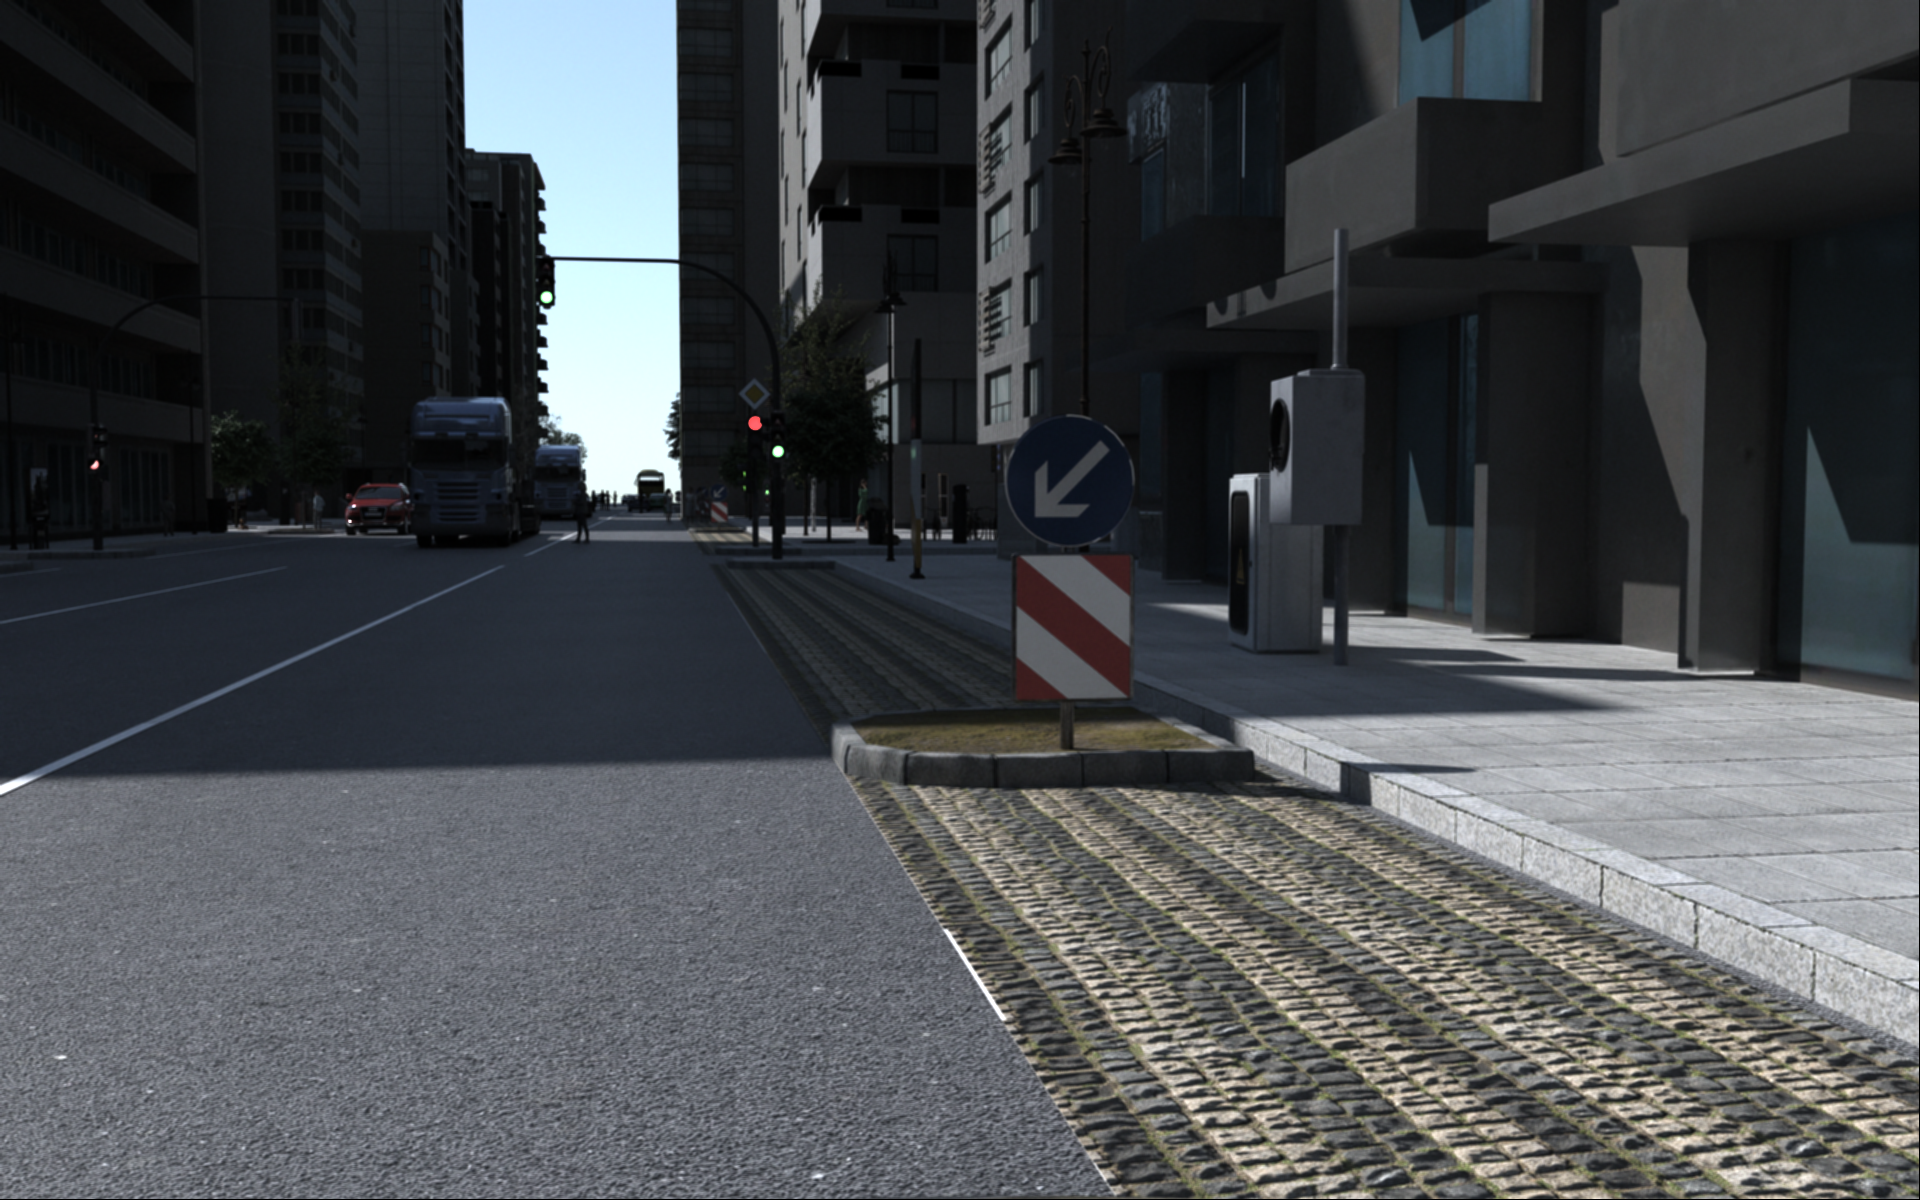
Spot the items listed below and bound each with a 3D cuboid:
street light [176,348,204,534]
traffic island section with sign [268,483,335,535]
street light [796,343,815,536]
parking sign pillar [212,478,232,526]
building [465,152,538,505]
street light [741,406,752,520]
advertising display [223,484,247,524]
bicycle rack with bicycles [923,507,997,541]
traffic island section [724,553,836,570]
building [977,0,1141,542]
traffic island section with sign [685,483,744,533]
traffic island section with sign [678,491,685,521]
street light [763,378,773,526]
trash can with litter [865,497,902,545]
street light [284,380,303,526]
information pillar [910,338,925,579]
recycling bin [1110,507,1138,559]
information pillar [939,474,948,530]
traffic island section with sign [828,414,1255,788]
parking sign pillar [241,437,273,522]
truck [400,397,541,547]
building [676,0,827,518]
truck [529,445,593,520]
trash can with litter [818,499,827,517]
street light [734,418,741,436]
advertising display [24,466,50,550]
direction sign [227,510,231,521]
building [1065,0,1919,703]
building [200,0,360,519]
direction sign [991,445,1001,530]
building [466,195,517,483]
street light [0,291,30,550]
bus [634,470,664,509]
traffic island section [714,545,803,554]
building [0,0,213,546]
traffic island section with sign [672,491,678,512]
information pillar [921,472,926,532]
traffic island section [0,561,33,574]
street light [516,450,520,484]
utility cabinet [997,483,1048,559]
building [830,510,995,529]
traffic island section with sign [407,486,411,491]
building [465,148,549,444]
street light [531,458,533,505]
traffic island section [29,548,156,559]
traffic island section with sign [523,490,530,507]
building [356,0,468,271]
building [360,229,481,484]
[{"bbox_3d":[-24.359,-5.025,54.939,0.468,5.910,1.993,-1,4,-10],"label":"street light"},{"bbox_3d":[-23.540,-3.266,62.026,1.989,1.847,2.006,-1,4,-10],"label":"traffic island section with sign"},{"bbox_3d":[-4.758,-4.924,53.290,0.468,5.910,1.993,-1,4,-10],"label":"street light"},{"bbox_3d":[-30.556,-5.032,70.737,1.447,3.967,1.447,-2,4,-35],"label":"parking sign pillar"},{"bbox_3d":[-56.847,-31.649,201.049,14.154,41.232,14.086,-1,4,-10],"label":"building"},{"bbox_3d":[-10.303,-6.861,84.971,0.468,5.910,1.993,-1,4,-10],"label":"street light"},{"bbox_3d":[-31.033,-4.216,74.150,0.974,1.923,0.123,-3,5,-43],"label":"advertising display"},{"bbox_3d":[0.027,-2.122,48.073,2.852,0.926,2.925,0,4,-1],"label":"bicycle rack with bicycles"},{"bbox_3d":[-3.584,-0.724,34.117,2.009,0.180,2.903,-1,4,-10],"label":"traffic island section"},{"bbox_3d":[8.482,-22.374,49.416,14.086,41.232,14.154,-1,4,-10],"label":"building"},{"bbox_3d":[-9.054,-3.395,64.136,1.989,1.847,2.006,-1,4,-10],"label":"traffic island section with sign"},{"bbox_3d":[-13.614,-5.020,90.704,1.989,1.847,2.006,-1,4,-10],"label":"traffic island section with sign"},{"bbox_3d":[-7.584,-5.899,69.237,0.468,5.910,1.993,-1,4,-10],"label":"street light"},{"bbox_3d":[-1.891,-1.976,43.692,1.055,1.170,0.624,3,5,44],"label":"trash can with litter"},{"bbox_3d":[-26.972,-5.958,70.197,0.468,5.910,1.993,-1,4,-10],"label":"street light"},{"bbox_3d":[-0.666,-2.140,26.341,0.183,3.616,0.504,-1,4,-10],"label":"information pillar"},{"bbox_3d":[3.382,-1.331,34.312,0.722,1.027,0.722,0,4,-2],"label":"recycling bin"},{"bbox_3d":[-0.608,-3.557,62.645,0.304,2.012,0.304,-1,4,-9],"label":"information pillar"},{"bbox_3d":[0.317,-0.045,9.359,1.989,1.847,2.006,-1,4,-10],"label":"traffic island section with sign"},{"bbox_3d":[-33.187,-5.694,81.566,1.447,3.967,1.447,0,4,7],"label":"parking sign pillar"},{"bbox_3d":[-14.762,-3.917,53.795,2.967,4.110,18.799,-1,4,-11],"label":"truck"},{"bbox_3d":[-10.236,-25.856,106.348,14.154,41.232,14.086,-1,4,-10],"label":"building"},{"bbox_3d":[-22.918,-6.780,100.618,2.967,4.110,18.799,-1,4,-10],"label":"truck"},{"bbox_3d":[-7.419,-5.225,96.823,0.624,1.170,1.055,2,4,31],"label":"trash can with litter"},{"bbox_3d":[-12.929,-7.820,100.639,0.468,5.910,1.993,-1,4,-10],"label":"street light"},{"bbox_3d":[-21.324,-2.131,40.050,0.123,1.923,0.974,0,4,-4],"label":"advertising display"},{"bbox_3d":[-34.820,-5.522,82.281,0.379,3.537,0.876,3,4,39],"label":"direction sign"},{"bbox_3d":[14.602,-24.321,17.262,23.786,49.044,30.456,-1,4,-10],"label":"building"},{"bbox_3d":[-46.175,-24.549,93.256,32.217,40.220,23.993,-1,4,-10],"label":"building"},{"bbox_3d":[1.287,-4.274,61.878,0.379,3.537,0.876,-1,4,-20],"label":"direction sign"},{"bbox_3d":[-51.258,-24.288,168.814,14.160,30.474,14.107,-1,4,-10],"label":"building"},{"bbox_3d":[-21.772,-4.091,39.677,0.468,5.910,1.993,-1,4,-10],"label":"street light"},{"bbox_3d":[-31.222,-11.180,174.344,2.896,3.916,12.252,-1,4,-11],"label":"bus"},{"bbox_3d":[-4.932,-1.205,41.988,2.009,0.180,2.903,-1,4,-10],"label":"traffic island section"},{"bbox_3d":[-34.455,-25.835,46.101,21.300,48.544,21.600,-1,4,-10],"label":"building"},{"bbox_3d":[-21.968,-8.007,139.546,1.989,1.847,2.006,-1,4,-10],"label":"traffic island section with sign"},{"bbox_3d":[-1.353,-3.300,58.443,0.304,2.012,0.304,3,4,39],"label":"information pillar"},{"bbox_3d":[-18.313,-0.571,31.610,2.009,0.180,2.903,-1,4,-10],"label":"traffic island section"},{"bbox_3d":[-45.375,-12.519,177.472,0.468,5.910,1.993,-1,4,-10],"label":"street light"},{"bbox_3d":[1.190,-1.509,33.343,0.318,1.500,1.173,-3,4,-38],"label":"utility cabinet"},{"bbox_3d":[6.178,-29.849,77.262,28.713,52.752,27.495,-1,4,-10],"label":"building"},{"bbox_3d":[-28.088,-4.891,88.596,1.989,1.847,2.006,-1,4,-10],"label":"traffic island section with sign"},{"bbox_3d":[-64.484,-34.664,221.385,22.147,44.769,28.867,-1,4,-10],"label":"building"},{"bbox_3d":[-48.651,-13.707,196.901,0.468,5.910,1.993,-1,4,-10],"label":"street light"},{"bbox_3d":[-19.660,-1.052,39.481,2.009,0.180,2.903,-1,4,-10],"label":"traffic island section"},{"bbox_3d":[-41.018,-9.513,164.159,1.989,1.847,2.006,-1,4,-10],"label":"traffic island section with sign"},{"bbox_3d":[-51.567,-43.510,149.634,20.563,71.187,20.611,-1,4,-10],"label":"building"},{"bbox_3d":[-50.636,-17.182,125.957,27.650,21.520,28.899,-1,4,-10],"label":"building"}]
